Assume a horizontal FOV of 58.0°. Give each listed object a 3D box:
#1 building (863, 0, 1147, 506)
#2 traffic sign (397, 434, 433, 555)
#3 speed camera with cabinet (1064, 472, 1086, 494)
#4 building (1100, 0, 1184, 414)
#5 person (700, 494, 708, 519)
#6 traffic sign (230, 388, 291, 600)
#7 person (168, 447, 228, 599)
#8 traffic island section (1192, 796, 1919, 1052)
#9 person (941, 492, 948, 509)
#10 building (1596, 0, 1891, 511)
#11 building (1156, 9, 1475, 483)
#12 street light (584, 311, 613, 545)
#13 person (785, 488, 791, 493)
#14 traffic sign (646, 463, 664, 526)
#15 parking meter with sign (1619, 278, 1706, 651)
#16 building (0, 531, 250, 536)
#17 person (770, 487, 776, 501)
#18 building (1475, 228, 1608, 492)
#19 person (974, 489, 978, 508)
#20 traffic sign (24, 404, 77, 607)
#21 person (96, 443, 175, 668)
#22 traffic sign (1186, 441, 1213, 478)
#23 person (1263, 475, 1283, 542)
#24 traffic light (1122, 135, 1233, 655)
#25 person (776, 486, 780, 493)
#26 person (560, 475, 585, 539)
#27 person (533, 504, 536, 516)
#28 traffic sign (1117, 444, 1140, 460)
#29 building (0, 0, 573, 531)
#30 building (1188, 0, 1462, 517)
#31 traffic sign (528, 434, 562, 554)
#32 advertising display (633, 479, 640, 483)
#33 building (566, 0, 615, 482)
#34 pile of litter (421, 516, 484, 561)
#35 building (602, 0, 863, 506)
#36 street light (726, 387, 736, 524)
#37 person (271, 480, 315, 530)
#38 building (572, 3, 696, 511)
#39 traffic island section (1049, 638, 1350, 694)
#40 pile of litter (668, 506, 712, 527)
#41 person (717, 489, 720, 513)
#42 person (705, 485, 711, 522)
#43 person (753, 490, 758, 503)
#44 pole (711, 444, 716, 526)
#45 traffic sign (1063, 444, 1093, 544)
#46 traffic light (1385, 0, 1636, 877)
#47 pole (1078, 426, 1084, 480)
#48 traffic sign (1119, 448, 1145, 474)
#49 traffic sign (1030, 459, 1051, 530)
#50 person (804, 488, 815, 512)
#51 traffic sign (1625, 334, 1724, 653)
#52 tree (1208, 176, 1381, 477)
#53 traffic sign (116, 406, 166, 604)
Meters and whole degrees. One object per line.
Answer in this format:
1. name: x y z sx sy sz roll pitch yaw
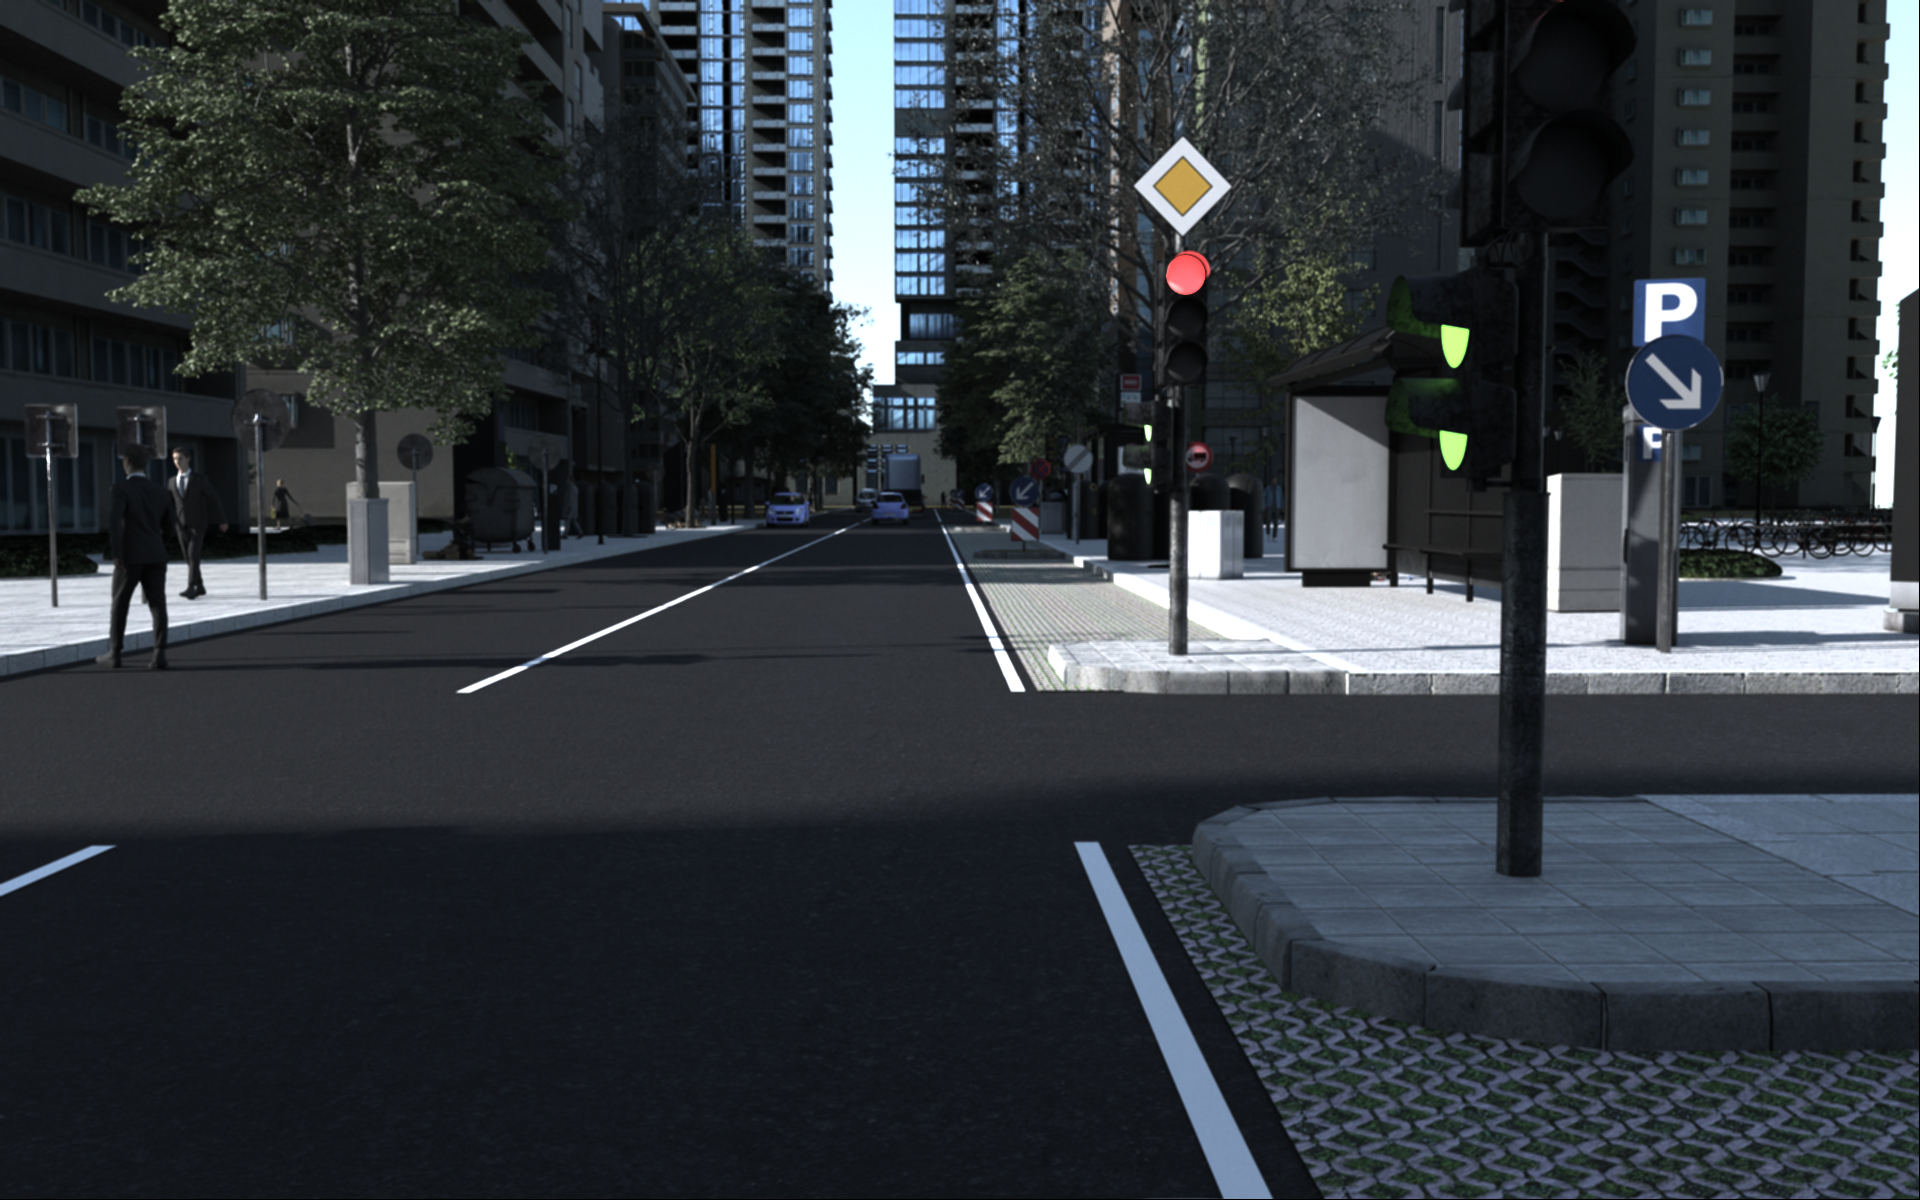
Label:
1. building: 4.411 -53.859 193.264 31.000 86.520 22.319 0 4 -1
2. traffic sign: -11.498 -2.230 36.560 0.768 2.556 0.104 0 4 1
3. speed camera with cabinet: 4.373 -4.252 63.860 0.660 3.252 2.038 1 4 22
4. building: 19.546 -30.377 146.768 14.600 45.320 14.200 0 4 -1
5. person: -13.135 -4.784 88.526 0.640 1.303 0.475 1 4 14
6. traffic sign: -8.432 -1.271 20.885 0.768 2.556 0.104 0 4 7
7. person: -9.466 -0.943 21.246 0.659 1.850 0.755 0 4 8
8. traffic island section: 1.915 1.004 5.868 2.009 0.180 2.903 0 4 -1
9. person: -1.304 -8.248 144.830 0.593 1.643 0.415 0 4 0
10. building: 63.365 -31.778 143.269 21.600 48.544 21.300 0 4 -1
11. building: 23.817 -49.538 122.623 22.319 86.520 31.000 0 4 -1
12. street light: -9.151 -4.353 43.952 0.468 5.910 1.993 0 4 -1
13. person: -14.228 -8.385 143.281 1.348 1.807 0.705 -1 4 -19
14. traffic sign: -12.322 -4.276 70.012 0.768 2.556 0.104 0 4 8
15. parking meter with sign: 5.980 -1.141 14.909 0.543 3.016 1.738 1 4 16
16. building: -32.592 -25.575 41.859 21.300 48.544 21.600 0 4 -1
17. person: -11.499 -6.167 107.553 1.217 1.739 0.721 2 4 34
18. building: 45.388 -30.410 147.310 14.200 45.320 14.600 0 4 -1
19. person: 1.620 -9.332 159.159 0.750 1.759 0.617 2 4 32
20. traffic sign: -10.293 -1.070 19.631 0.606 2.300 0.079 0 4 4
21. person: -6.801 -0.364 14.233 0.755 1.850 0.659 2 4 35
22. traffic sign: 5.697 -2.542 41.670 0.768 2.556 0.104 0 4 8
23. person: 8.446 -2.470 46.768 0.601 1.785 0.444 0 4 1
24. traffic light: 1.726 -1.518 13.737 0.839 4.253 0.868 0 4 -1
25. person: -12.723 -7.069 121.632 0.705 1.822 1.348 -2 4 -26
26. person: -11.085 -2.638 49.281 0.767 1.812 0.694 0 4 -2
27. person: -15.233 -3.336 60.945 0.694 1.780 0.624 0 4 -4
28. traffic sign: 4.378 -2.682 43.959 0.768 2.556 0.104 1 4 9
29. building: -30.054 -27.639 75.602 21.300 48.544 21.600 0 4 -1
30. building: 20.358 -25.544 101.244 14.154 41.232 14.086 0 4 -1
31. traffic sign: -8.844 -2.251 36.905 0.768 2.556 0.104 1 4 9
32. advertising display: -13.478 -4.093 72.137 0.123 1.923 0.974 0 3 0
33. building: -36.480 -31.372 102.169 28.713 52.752 27.495 0 4 -1
34. pile of litter: -9.979 -1.226 34.008 1.176 0.858 1.719 -1 4 -18
35. building: -27.172 -53.794 192.207 31.000 86.520 22.319 0 4 -1
36. street light: -9.664 -6.163 73.548 0.468 5.910 1.993 0 4 -1
37. person: -24.106 -3.438 62.476 1.509 1.804 0.699 1 4 9
38. building: -34.082 -27.278 137.874 23.993 40.220 32.217 0 4 -1
39. traffic island section: 1.767 0.516 13.851 2.009 0.180 2.903 0 4 -1
40. pile of litter: -10.623 -3.291 67.780 1.719 0.858 1.176 1 4 18
41. person: -15.822 -6.642 114.652 0.705 1.822 1.348 -2 4 -35
42. person: -11.310 -4.365 78.408 0.522 1.701 0.512 -1 4 -10
43. person: -16.310 -7.962 136.946 0.721 1.743 1.217 -3 4 -36
44. pole: -10.062 -4.698 70.656 0.158 3.312 0.155 0 3 0
45. traffic sign: 3.010 -2.698 44.213 0.768 2.556 0.104 0 4 1
46. traffic light: 1.875 -1.029 5.753 0.839 4.253 0.868 0 4 -1
47. pole: 3.625 -3.577 52.330 0.158 3.312 0.155 0 3 0
48. traffic sign: 3.705 -2.157 37.394 0.606 2.300 0.079 0 4 1
49. traffic sign: 2.920 -3.824 62.621 0.768 2.556 0.104 0 4 8
50. person: -10.664 -7.098 122.889 1.217 1.735 0.721 3 5 43
51. traffic sign: 5.702 -0.845 13.918 0.768 2.556 0.104 0 4 3
52. tree: 7.558 -5.414 38.881 4.737 8.622 4.395 0 3 0
53. traffic sign: -9.532 -1.104 20.181 0.606 2.300 0.079 0 4 8
